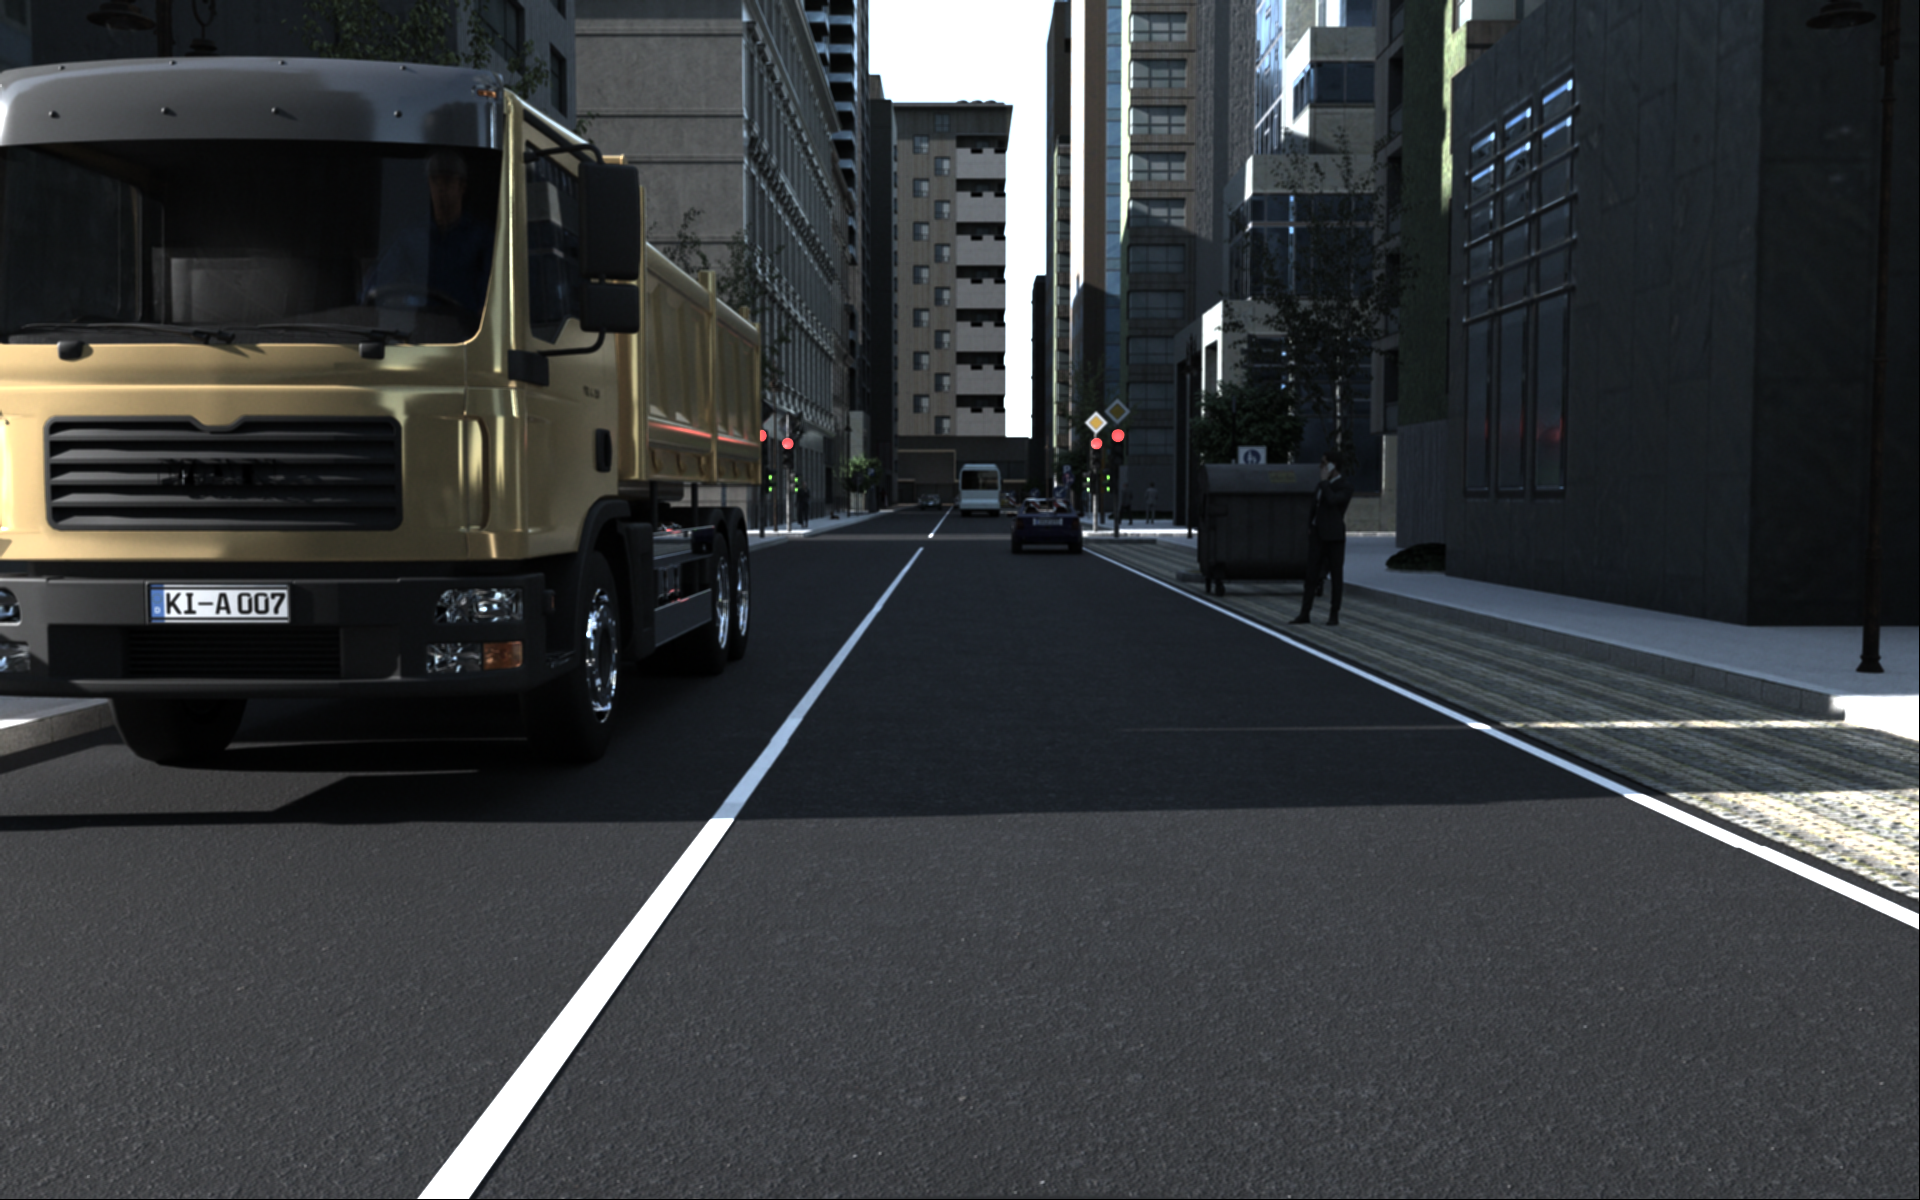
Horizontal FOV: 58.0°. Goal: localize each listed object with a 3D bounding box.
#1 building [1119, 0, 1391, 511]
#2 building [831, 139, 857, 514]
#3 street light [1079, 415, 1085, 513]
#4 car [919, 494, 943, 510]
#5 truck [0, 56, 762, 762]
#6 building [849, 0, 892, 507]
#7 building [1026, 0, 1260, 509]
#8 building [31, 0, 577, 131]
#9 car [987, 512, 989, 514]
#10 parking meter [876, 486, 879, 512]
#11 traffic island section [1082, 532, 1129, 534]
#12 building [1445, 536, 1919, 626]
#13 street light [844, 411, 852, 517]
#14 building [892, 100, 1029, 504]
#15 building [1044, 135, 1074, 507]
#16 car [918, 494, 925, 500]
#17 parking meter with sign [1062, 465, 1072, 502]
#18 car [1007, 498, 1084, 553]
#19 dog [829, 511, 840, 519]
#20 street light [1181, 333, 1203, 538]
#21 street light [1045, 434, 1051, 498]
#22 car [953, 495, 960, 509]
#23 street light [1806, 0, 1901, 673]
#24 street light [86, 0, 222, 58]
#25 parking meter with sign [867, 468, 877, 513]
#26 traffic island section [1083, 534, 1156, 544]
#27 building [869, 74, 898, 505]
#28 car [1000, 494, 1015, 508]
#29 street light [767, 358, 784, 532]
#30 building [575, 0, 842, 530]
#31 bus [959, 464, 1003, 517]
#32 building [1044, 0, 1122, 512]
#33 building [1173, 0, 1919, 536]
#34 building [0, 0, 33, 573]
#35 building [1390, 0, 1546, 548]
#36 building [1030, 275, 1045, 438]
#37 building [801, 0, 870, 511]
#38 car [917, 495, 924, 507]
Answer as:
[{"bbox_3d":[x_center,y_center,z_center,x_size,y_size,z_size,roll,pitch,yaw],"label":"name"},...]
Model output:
[{"bbox_3d":[16.385,-25.613,102.360,14.154,41.232,14.086,0,3,0],"label":"building"},{"bbox_3d":[-13.850,-19.495,116.011,12.463,27.353,25.104,0,3,0],"label":"building"},{"bbox_3d":[6.648,-7.483,95.139,0.468,5.910,1.993,0,3,0],"label":"street light"},{"bbox_3d":[-2.571,-8.826,156.109,2.131,1.459,4.920,0,4,1],"label":"car"},{"bbox_3d":[-3.137,-0.946,11.385,3.469,3.379,9.791,0,4,0],"label":"truck"},{"bbox_3d":[-17.310,-44.983,173.723,20.563,71.187,20.611,0,3,0],"label":"building"},{"bbox_3d":[19.075,-53.762,191.681,22.319,86.520,31.000,0,3,0],"label":"building"},{"bbox_3d":[-17.059,-16.508,41.608,14.107,30.474,14.160,0,3,0],"label":"building"},{"bbox_3d":[1.437,-7.078,128.313,1.945,1.354,3.894,0,4,0],"label":"car"},{"bbox_3d":[-6.051,-7.408,126.839,0.255,1.863,0.399,-1,4,-12],"label":"parking meter"},{"bbox_3d":[4.622,-2.233,58.790,2.009,0.180,2.903,0,3,0],"label":"traffic island section"},{"bbox_3d":[18.786,-42.598,9.155,22.319,86.520,31.000,0,3,0],"label":"building"},{"bbox_3d":[-6.224,-7.571,96.574,0.468,5.910,1.993,0,3,0],"label":"street light"},{"bbox_3d":[-4.865,-39.308,231.930,27.495,52.752,28.713,0,3,0],"label":"building"},{"bbox_3d":[14.582,-22.666,142.287,14.160,30.474,14.107,0,3,0],"label":"building"},{"bbox_3d":[-3.928,-11.420,196.502,2.009,1.686,4.222,0,4,0],"label":"car"},{"bbox_3d":[6.343,-6.513,102.751,0.543,3.016,1.738,0,4,3],"label":"parking meter with sign"},{"bbox_3d":[2.138,-1.870,43.154,1.945,1.354,3.894,0,4,1],"label":"car"},{"bbox_3d":[-6.415,-4.305,88.120,0.550,0.427,0.748,-1,4,-23],"label":"dog"},{"bbox_3d":[6.655,-4.721,49.978,0.468,5.910,1.993,0,3,0],"label":"street light"},{"bbox_3d":[6.710,-9.787,132.799,0.468,5.910,1.993,0,3,0],"label":"street light"},{"bbox_3d":[0.340,-9.727,171.395,2.083,1.381,4.827,0,4,-1],"label":"car"},{"bbox_3d":[6.567,-2.418,12.319,0.468,5.910,1.993,0,3,0],"label":"street light"},{"bbox_3d":[-6.269,-2.507,13.769,0.468,5.910,1.993,0,3,0],"label":"street light"},{"bbox_3d":[-5.893,-7.362,116.637,0.543,3.016,1.738,0,4,5],"label":"parking meter with sign"},{"bbox_3d":[4.614,-1.745,50.805,2.009,0.180,2.903,0,3,0],"label":"traffic island section"},{"bbox_3d":[-18.067,-35.104,197.650,21.600,48.544,21.300,0,3,0],"label":"building"},{"bbox_3d":[4.491,-9.657,168.107,2.015,1.641,3.980,0,4,0],"label":"car"},{"bbox_3d":[-6.286,-5.268,58.914,0.468,5.910,1.993,0,3,0],"label":"street light"},{"bbox_3d":[-15.356,-18.652,81.381,17.030,29.872,44.131,0,3,0],"label":"building"},{"bbox_3d":[1.369,-7.268,113.697,2.948,3.499,13.247,0,4,1],"label":"bus"},{"bbox_3d":[14.970,-30.961,156.326,14.600,45.320,14.200,0,3,0],"label":"building"},{"bbox_3d":[24.208,-46.098,66.374,31.000,86.520,22.319,0,3,0],"label":"building"},{"bbox_3d":[-25.694,-19.989,18.694,32.217,40.220,23.993,0,3,0],"label":"building"},{"bbox_3d":[17.428,-21.909,41.805,14.154,41.232,14.086,0,3,0],"label":"building"},{"bbox_3d":[16.448,-27.762,225.609,14.107,30.474,14.160,0,3,0],"label":"building"},{"bbox_3d":[-18.670,-51.060,147.499,22.319,86.520,31.000,0,3,0],"label":"building"},{"bbox_3d":[-3.542,-10.659,186.637,2.083,1.381,4.827,0,4,1],"label":"car"}]
